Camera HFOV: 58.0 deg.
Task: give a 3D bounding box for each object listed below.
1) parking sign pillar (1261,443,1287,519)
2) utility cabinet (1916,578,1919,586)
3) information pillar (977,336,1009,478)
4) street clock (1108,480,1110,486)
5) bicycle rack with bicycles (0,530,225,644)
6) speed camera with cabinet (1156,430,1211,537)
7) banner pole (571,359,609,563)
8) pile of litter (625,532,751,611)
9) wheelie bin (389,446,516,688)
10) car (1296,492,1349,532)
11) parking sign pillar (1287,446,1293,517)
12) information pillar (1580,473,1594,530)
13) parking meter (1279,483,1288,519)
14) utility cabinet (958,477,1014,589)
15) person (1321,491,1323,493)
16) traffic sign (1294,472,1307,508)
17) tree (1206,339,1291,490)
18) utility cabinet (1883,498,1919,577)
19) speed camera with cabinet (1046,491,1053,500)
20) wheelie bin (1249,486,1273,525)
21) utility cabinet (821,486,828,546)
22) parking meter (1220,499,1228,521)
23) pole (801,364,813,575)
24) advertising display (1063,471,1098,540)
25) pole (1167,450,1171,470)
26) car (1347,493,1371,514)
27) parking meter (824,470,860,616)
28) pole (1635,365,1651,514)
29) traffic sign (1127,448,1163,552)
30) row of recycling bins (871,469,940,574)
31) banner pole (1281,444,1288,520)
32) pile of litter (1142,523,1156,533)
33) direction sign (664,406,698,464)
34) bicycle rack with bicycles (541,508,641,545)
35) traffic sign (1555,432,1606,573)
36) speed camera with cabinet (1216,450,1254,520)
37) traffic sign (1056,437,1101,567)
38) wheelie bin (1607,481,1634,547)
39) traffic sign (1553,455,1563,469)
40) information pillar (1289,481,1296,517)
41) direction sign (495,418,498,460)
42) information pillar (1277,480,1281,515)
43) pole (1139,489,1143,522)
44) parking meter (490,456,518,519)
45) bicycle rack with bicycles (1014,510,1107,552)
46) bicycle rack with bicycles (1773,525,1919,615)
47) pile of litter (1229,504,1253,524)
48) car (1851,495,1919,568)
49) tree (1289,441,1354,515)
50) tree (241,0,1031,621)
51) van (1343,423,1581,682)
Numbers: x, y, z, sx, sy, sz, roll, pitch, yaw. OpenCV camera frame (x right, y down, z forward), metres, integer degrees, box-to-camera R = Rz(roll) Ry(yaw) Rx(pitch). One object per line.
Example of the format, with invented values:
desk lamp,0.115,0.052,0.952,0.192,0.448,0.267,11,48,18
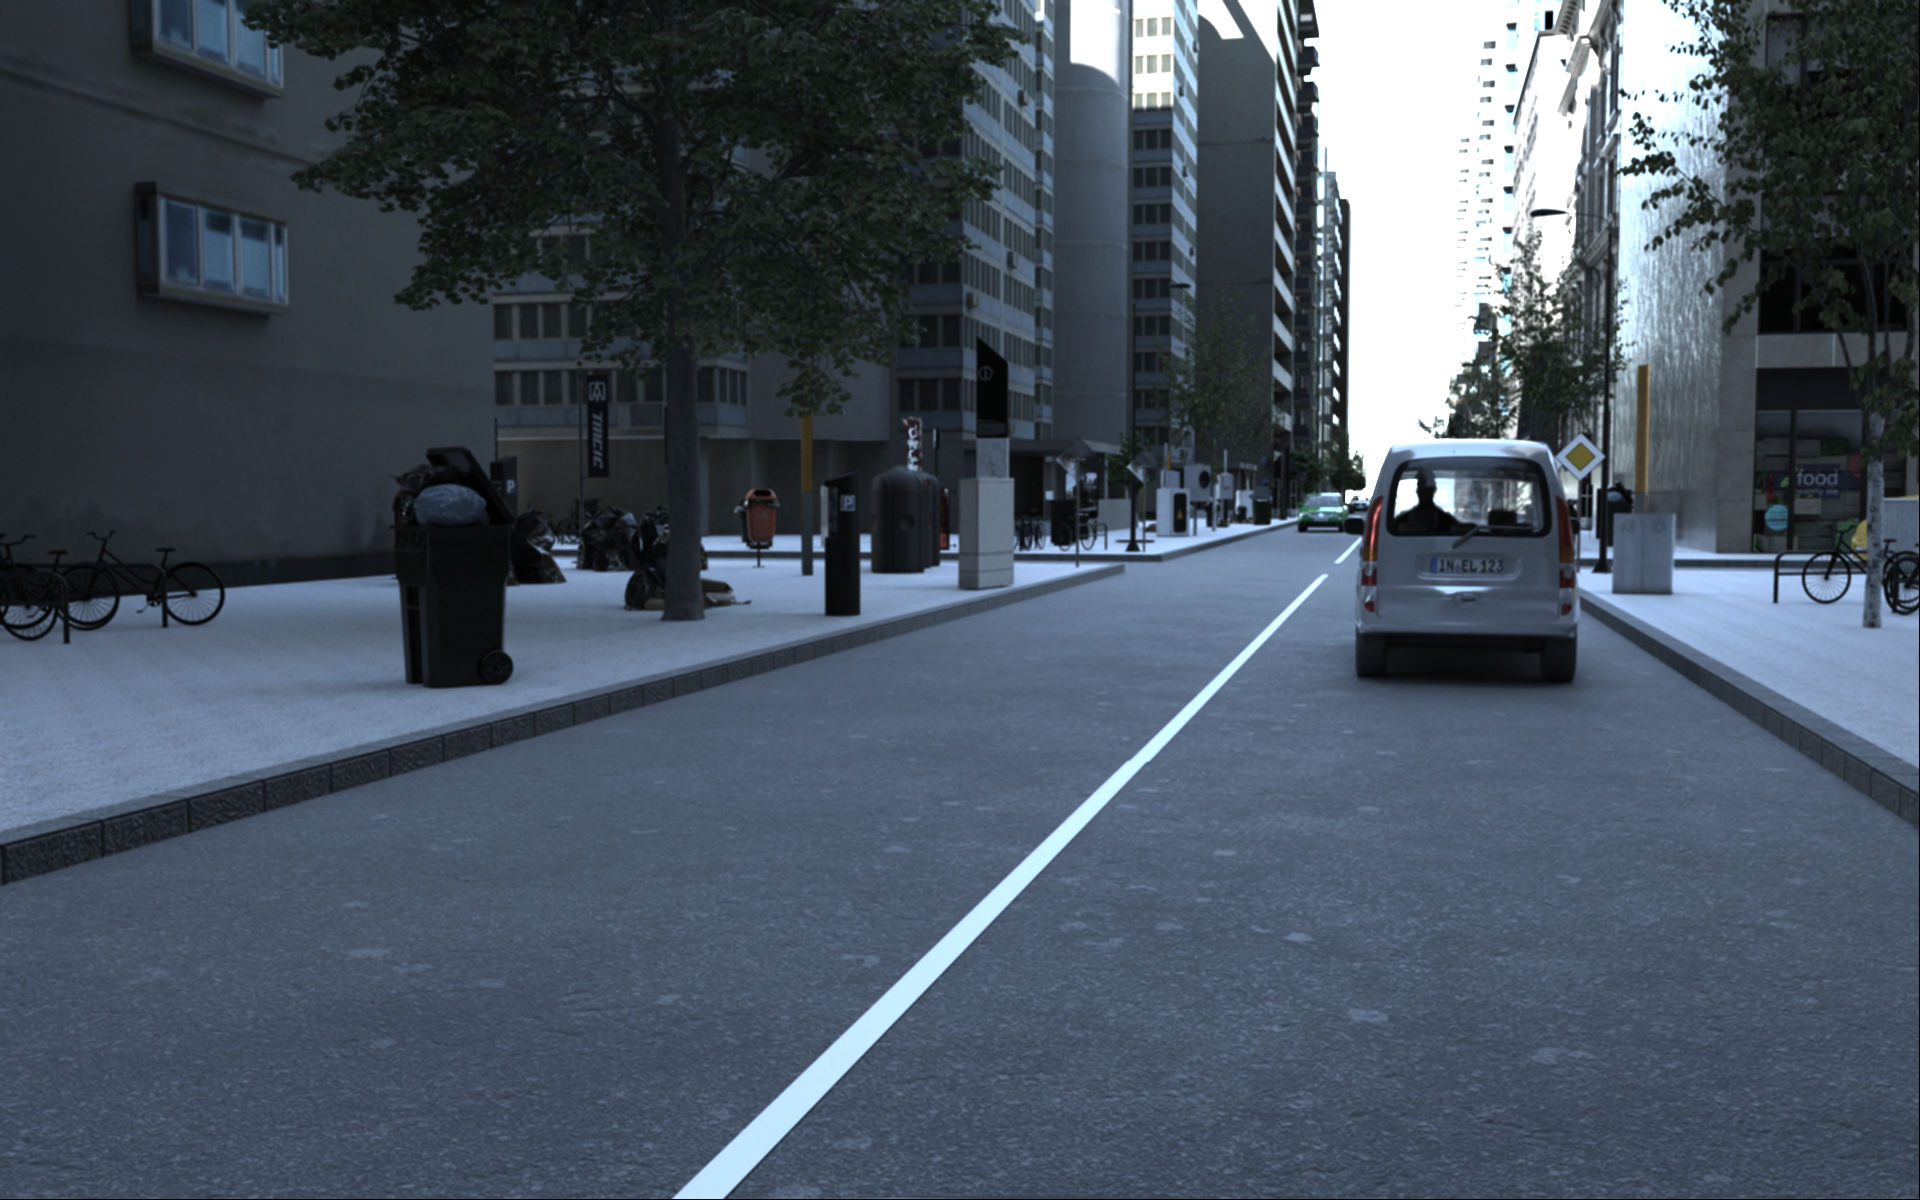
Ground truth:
parking sign pillar,16.122,-6.260,90.821,1.447,3.967,1.447,1,4,21
utility cabinet,13.838,-0.800,24.244,1.020,1.237,0.306,-2,4,-29
information pillar,0.468,-2.096,25.620,0.504,3.616,0.183,1,4,13
street clock,6.707,-4.353,75.737,0.471,2.002,0.358,2,4,25
bicycle rack with bicycles,-8.683,-0.152,15.875,2.925,0.926,2.852,0,4,2
speed camera with cabinet,6.813,-3.569,52.682,0.660,3.252,2.038,3,5,44
banner pole,-6.824,-2.570,32.039,0.863,3.779,0.401,2,4,25
pile of litter,-3.097,-0.353,19.729,1.719,0.858,1.176,-3,4,-36
wheelie bin,-3.424,-0.231,11.680,0.693,1.594,0.980,-3,5,-39
car,13.934,-3.525,66.437,1.959,1.807,4.718,1,4,14
parking sign pillar,18.420,-6.745,98.759,1.447,3.967,1.447,-2,4,-27
information pillar,22.241,-3.484,61.459,0.304,2.012,0.304,-2,4,-29
parking meter,16.642,-5.097,89.042,0.399,1.863,0.255,0,4,5
utility cabinet,0.355,-0.915,23.631,0.318,1.500,1.173,2,4,26
person,39.778,-11.118,190.371,1.348,1.812,0.705,0,4,6
traffic sign,19.905,-6.188,101.272,0.768,2.556,0.104,1,4,23
tree,13.530,-7.989,80.987,4.360,8.622,3.978,0,3,0
utility cabinet,15.207,-1.017,27.790,1.020,1.237,0.306,0,4,5
speed camera with cabinet,3.927,-5.771,88.695,0.660,3.252,2.038,3,5,41
wheelie bin,12.856,-4.013,73.517,0.693,1.594,0.980,-2,4,-27
utility cabinet,-3.042,-2.011,41.560,0.318,1.500,1.173,-1,4,-21
parking meter,12.577,-4.531,82.492,0.372,1.533,0.369,0,3,0
pole,-2.416,-2.046,27.295,0.158,3.312,0.155,0,3,0
advertising display,3.403,-2.663,48.760,0.974,1.923,0.123,0,4,-7
pole,9.734,-5.326,80.920,0.158,3.312,0.155,0,3,0
car,29.343,-7.143,126.570,2.009,1.686,4.222,1,4,15
parking meter,-1.245,-0.608,18.346,0.372,1.533,0.369,0,3,0
pole,10.834,-2.059,27.507,0.158,3.312,0.155,0,3,0
traffic sign,4.051,-2.104,38.036,0.795,2.450,0.064,1,4,14
row of recycling bins,-0.945,-1.377,29.619,1.069,1.692,3.534,0,4,5
banner pole,16.198,-5.918,86.771,0.401,3.779,0.863,2,4,24
pile of litter,6.672,-2.716,58.364,1.176,0.858,1.719,2,4,27
direction sign,-7.215,-3.237,44.919,0.876,3.537,0.379,-1,4,-21
bicycle rack with bicycles,-9.595,-1.917,44.723,2.925,0.926,2.852,-1,4,-15
traffic sign,10.089,-1.503,28.223,0.795,2.450,0.064,1,4,14
speed camera with cabinet,12.479,-5.104,77.788,2.038,3.252,0.660,-1,4,-17
traffic sign,2.061,-1.631,30.302,0.795,2.450,0.064,1,4,14
wheelie bin,16.058,-2.105,42.324,0.693,1.594,0.980,1,4,13
traffic sign,12.079,-1.976,35.957,0.795,2.450,0.064,1,4,14
information pillar,18.329,-5.558,95.362,0.304,2.012,0.304,0,4,-3
direction sign,-14.225,-3.646,51.614,0.876,3.537,0.379,-1,4,-15
information pillar,17.268,-5.435,93.350,0.304,2.012,0.304,0,4,-1
pole,8.243,-5.189,78.676,0.158,3.312,0.155,0,3,0
parking meter,-7.053,-1.289,26.793,0.255,1.863,0.399,2,4,25
bicycle rack with bicycles,2.016,-1.601,39.556,2.852,0.926,2.925,2,4,27
bicycle rack with bicycles,10.876,-0.385,19.669,2.925,0.926,2.852,-1,4,-15
pile of litter,12.398,-3.747,75.228,1.719,0.858,1.176,0,4,-4
car,17.947,-1.237,30.452,3.980,1.641,2.015,1,4,13
tree,20.957,-7.519,106.648,4.285,4.588,4.351,0,3,0
tree,-3.143,-6.087,17.642,7.486,12.596,7.792,0,3,0
van,4.260,-0.471,14.720,2.013,2.044,4.112,1,4,15
